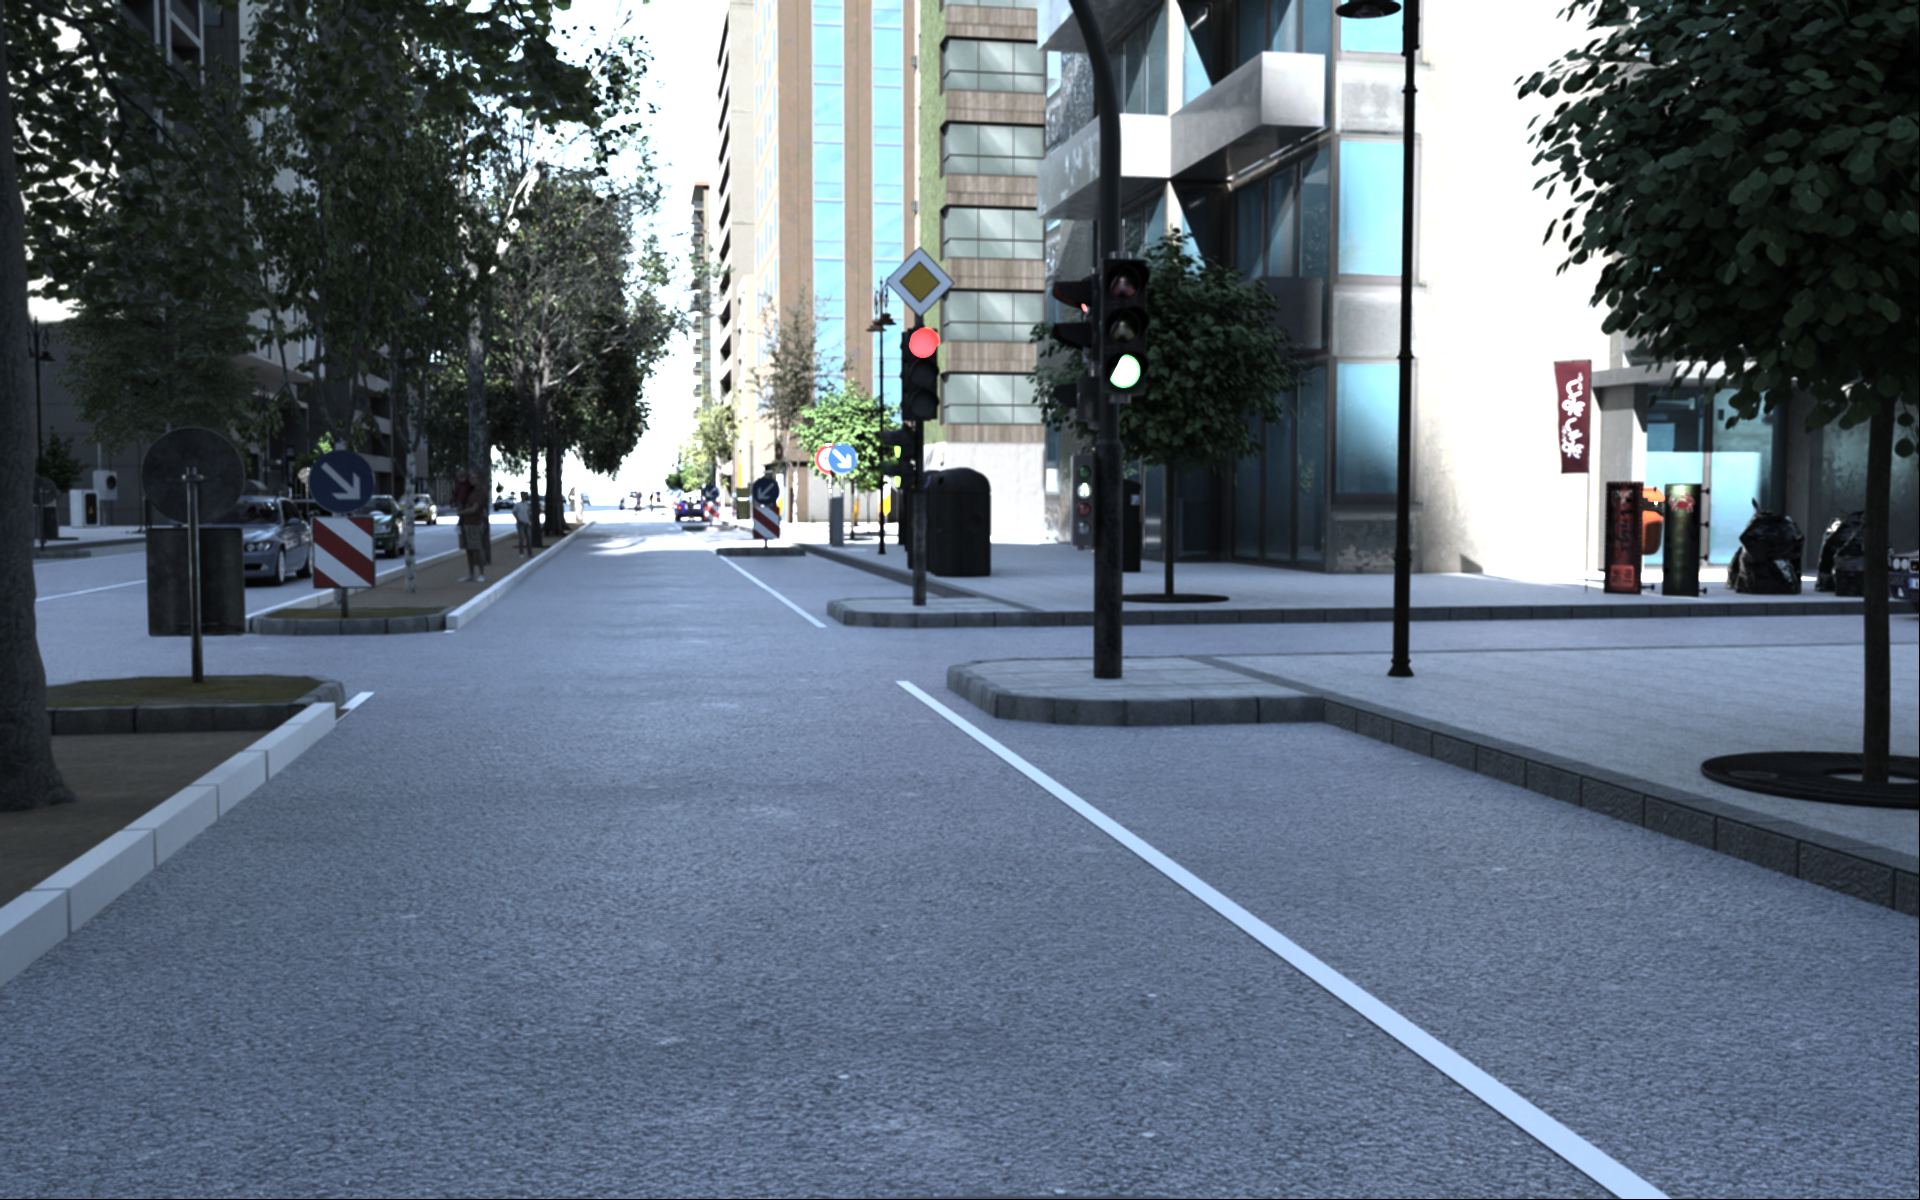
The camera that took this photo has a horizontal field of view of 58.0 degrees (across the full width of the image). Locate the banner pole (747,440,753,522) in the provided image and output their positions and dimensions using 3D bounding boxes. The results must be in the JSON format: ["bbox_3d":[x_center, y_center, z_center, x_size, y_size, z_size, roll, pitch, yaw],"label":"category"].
[{"bbox_3d":[-9.675,-5.536,80.528,0.401,3.779,0.863,0,4,-1],"label":"banner pole"}]

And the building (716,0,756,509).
[{"bbox_3d":[-10.667,-32.616,156.973,21.300,48.544,21.600,-1,4,-11],"label":"building"}]

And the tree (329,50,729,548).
[{"bbox_3d":[-11.351,-8.135,45.842,12.009,13.543,11.850,0,3,0],"label":"tree"}]

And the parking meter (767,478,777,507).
[{"bbox_3d":[-6.901,-3.524,63.327,0.399,1.863,0.255,0,4,4],"label":"parking meter"}]

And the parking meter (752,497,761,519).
[{"bbox_3d":[-9.256,-4.501,79.307,0.255,1.863,0.399,0,4,2],"label":"parking meter"}]

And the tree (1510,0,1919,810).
[{"bbox_3d":[4.162,-1.460,7.587,4.285,4.588,4.351,0,3,0],"label":"tree"}]

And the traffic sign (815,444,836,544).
[{"bbox_3d":[-3.318,-2.705,44.331,0.768,2.556,0.104,0,4,-2],"label":"traffic sign"}]

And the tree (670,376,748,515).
[{"bbox_3d":[-14.859,-9.563,106.716,4.737,8.622,4.395,0,3,0],"label":"tree"}]

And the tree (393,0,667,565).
[{"bbox_3d":[-8.298,-10.719,33.609,12.611,20.169,13.585,0,3,0],"label":"tree"}]

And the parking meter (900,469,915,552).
[{"bbox_3d":[-1.046,-2.007,38.532,0.399,1.863,0.255,1,4,16],"label":"parking meter"}]

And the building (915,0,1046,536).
[{"bbox_3d":[5.191,-17.653,60.330,14.160,30.474,14.107,-1,4,-11],"label":"building"}]

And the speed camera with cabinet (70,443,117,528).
[{"bbox_3d":[-33.144,-4.399,66.253,0.660,3.252,2.038,1,4,10],"label":"speed camera with cabinet"}]

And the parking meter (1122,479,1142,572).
[{"bbox_3d":[2.789,-1.229,28.500,0.372,1.533,0.369,0,3,0],"label":"parking meter"}]

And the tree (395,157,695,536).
[{"bbox_3d":[-13.813,-8.489,58.264,9.611,12.733,9.660,0,3,0],"label":"tree"}]

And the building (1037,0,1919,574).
[{"bbox_3d":[16.640,-25.583,37.896,30.456,49.044,23.786,-1,4,-11],"label":"building"}]

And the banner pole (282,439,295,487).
[{"bbox_3d":[-30.299,-5.387,78.099,0.863,3.779,0.401,1,4,20],"label":"banner pole"}]

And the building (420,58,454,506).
[{"bbox_3d":[-66.787,-34.703,187.002,23.786,49.044,30.456,-1,4,-11],"label":"building"}]

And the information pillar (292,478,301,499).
[{"bbox_3d":[-30.604,-4.613,79.916,0.304,2.012,0.304,2,4,31],"label":"information pillar"}]

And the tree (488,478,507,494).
[{"bbox_3d":[-55.666,-13.127,209.219,1.663,3.219,1.824,0,3,0],"label":"tree"}]

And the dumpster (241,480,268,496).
[{"bbox_3d":[-28.863,-3.941,70.198,1.264,1.857,1.865,-1,4,-11],"label":"dumpster"}]

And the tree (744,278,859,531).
[{"bbox_3d":[-5.634,-6.714,60.130,4.360,8.622,3.978,0,3,0],"label":"tree"}]

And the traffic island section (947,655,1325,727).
[{"bbox_3d":[1.045,0.620,12.141,2.009,0.180,2.903,-1,4,-11],"label":"traffic island section"}]

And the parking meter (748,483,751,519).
[{"bbox_3d":[-10.886,-5.185,90.493,0.255,1.863,0.399,2,4,24],"label":"parking meter"}]

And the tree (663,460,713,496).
[{"bbox_3d":[-24.210,-10.743,159.355,4.285,4.588,4.351,0,3,0],"label":"tree"}]

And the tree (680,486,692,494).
[{"bbox_3d":[-31.567,-12.590,200.454,1.663,3.219,1.824,0,3,0],"label":"tree"}]

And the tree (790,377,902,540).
[{"bbox_3d":[-3.100,-3.966,48.556,4.285,4.588,4.351,0,3,0],"label":"tree"}]

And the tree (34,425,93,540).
[{"bbox_3d":[-25.402,-3.302,48.587,1.663,3.219,1.824,0,3,0],"label":"tree"}]

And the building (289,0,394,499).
[{"bbox_3d":[-54.016,-30.691,125.497,21.300,48.544,21.600,-1,4,-11],"label":"building"}]

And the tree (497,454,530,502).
[{"bbox_3d":[-61.423,-17.768,240.874,4.360,8.622,3.978,0,3,0],"label":"tree"}]

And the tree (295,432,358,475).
[{"bbox_3d":[-32.131,-6.413,88.572,4.285,4.588,4.351,0,3,0],"label":"tree"}]

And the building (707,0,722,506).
[{"bbox_3d":[-17.803,-40.042,196.680,21.231,58.520,28.212,-1,4,-11],"label":"building"}]

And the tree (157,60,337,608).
[{"bbox_3d":[-7.101,-4.084,19.585,4.737,8.622,4.395,0,3,0],"label":"tree"}]

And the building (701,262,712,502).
[{"bbox_3d":[-25.470,-27.271,217.582,14.160,30.474,14.107,-1,4,-11],"label":"building"}]

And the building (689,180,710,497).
[{"bbox_3d":[-25.831,-35.736,238.906,22.147,44.769,28.867,-1,4,-11],"label":"building"}]

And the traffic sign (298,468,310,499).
[{"bbox_3d":[-31.492,-5.102,83.521,0.768,2.556,0.104,-1,4,-10],"label":"traffic sign"}]

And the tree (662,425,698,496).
[{"bbox_3d":[-28.907,-14.091,180.752,4.360,8.622,3.978,0,3,0],"label":"tree"}]

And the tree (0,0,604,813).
[{"bbox_3d":[-4.179,-5.295,7.158,7.486,12.596,7.792,0,3,0],"label":"tree"}]

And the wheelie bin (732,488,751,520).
[{"bbox_3d":[-10.773,-4.740,85.402,0.980,1.594,0.693,-1,4,-17],"label":"wheelie bin"}]

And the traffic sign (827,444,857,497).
[{"bbox_3d":[-2.982,-2.678,43.883,0.768,2.556,0.104,0,4,-2],"label":"traffic sign"}]

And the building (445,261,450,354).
[{"bbox_3d":[-75.812,-31.886,213.221,32.217,40.220,23.993,-1,4,-11],"label":"building"}]

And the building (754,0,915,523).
[{"bbox_3d":[-2.366,-26.442,82.438,14.600,45.320,14.200,-1,4,-11],"label":"building"}]

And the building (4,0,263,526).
[{"bbox_3d":[-43.314,-39.030,76.391,20.563,71.187,20.611,-1,4,-11],"label":"building"}]

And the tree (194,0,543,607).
[{"bbox_3d":[-7.993,-4.409,24.903,4.737,8.622,4.395,0,3,0],"label":"tree"}]

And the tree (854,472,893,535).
[{"bbox_3d":[-2.868,-3.692,54.964,1.663,3.219,1.824,0,3,0],"label":"tree"}]

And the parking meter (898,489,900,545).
[{"bbox_3d":[-1.351,-2.317,43.602,0.399,1.863,0.255,1,4,12],"label":"parking meter"}]

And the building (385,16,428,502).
[{"bbox_3d":[-52.583,-30.210,144.052,14.600,45.320,14.200,-1,4,-11],"label":"building"}]

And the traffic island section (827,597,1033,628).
[{"bbox_3d":[-0.445,0.140,19.986,2.009,0.180,2.903,-1,4,-11],"label":"traffic island section"}]

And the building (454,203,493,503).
[{"bbox_3d":[-71.206,-33.666,234.038,14.154,41.232,14.086,-1,4,-11],"label":"building"}]

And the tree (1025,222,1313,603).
[{"bbox_3d":[2.614,-2.273,20.877,4.285,4.588,4.351,0,3,0],"label":"tree"}]

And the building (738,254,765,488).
[{"bbox_3d":[-2.301,-17.657,133.730,27.650,21.520,28.899,-1,4,-11],"label":"building"}]

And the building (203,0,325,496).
[{"bbox_3d":[-53.199,-31.275,100.586,28.713,52.752,27.495,-1,4,-11],"label":"building"}]
